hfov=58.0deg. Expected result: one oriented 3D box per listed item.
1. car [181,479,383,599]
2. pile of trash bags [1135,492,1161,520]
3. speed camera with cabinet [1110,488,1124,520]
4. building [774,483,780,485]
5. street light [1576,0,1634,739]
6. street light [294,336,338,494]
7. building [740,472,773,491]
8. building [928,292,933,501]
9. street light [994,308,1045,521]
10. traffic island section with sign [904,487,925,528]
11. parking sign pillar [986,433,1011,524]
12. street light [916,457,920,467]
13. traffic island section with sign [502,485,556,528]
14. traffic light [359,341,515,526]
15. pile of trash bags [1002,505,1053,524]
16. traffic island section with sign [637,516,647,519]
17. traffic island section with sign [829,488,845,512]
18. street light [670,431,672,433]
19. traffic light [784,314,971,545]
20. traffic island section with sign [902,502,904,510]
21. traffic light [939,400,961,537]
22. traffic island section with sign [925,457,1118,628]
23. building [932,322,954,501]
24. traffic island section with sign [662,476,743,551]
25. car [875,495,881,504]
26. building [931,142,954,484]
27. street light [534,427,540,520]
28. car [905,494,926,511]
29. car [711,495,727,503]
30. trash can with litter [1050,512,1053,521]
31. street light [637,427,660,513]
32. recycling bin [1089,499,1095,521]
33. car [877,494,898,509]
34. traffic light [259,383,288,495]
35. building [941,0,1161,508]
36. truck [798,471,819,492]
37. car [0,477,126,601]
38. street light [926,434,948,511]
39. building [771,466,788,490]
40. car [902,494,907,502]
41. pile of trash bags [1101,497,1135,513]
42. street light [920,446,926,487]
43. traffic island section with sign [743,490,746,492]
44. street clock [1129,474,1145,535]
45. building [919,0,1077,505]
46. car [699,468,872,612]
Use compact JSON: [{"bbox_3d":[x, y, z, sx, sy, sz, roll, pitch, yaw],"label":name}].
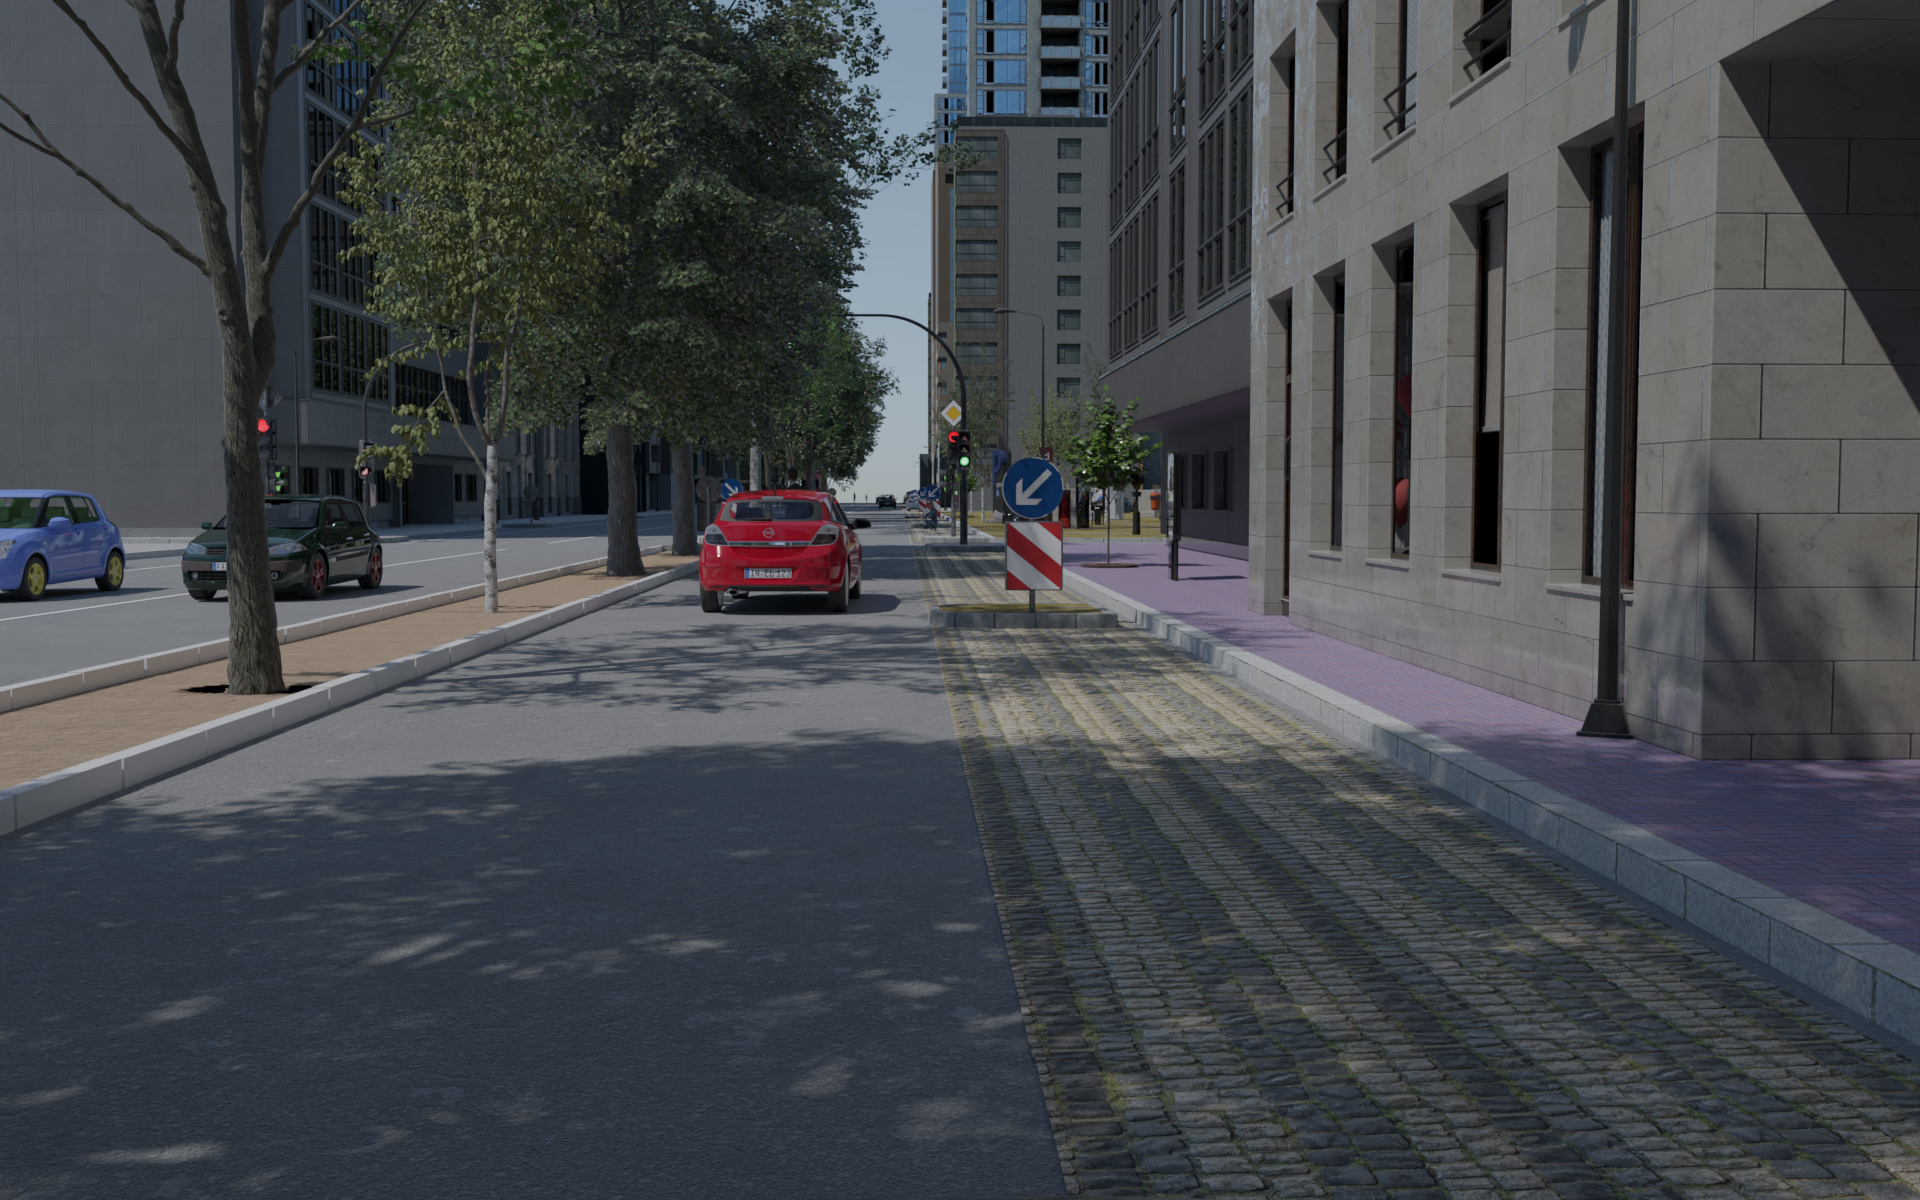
[{"bbox_3d":[-9.627,-0.919,24.806,2.009,1.686,4.222,0,4,-2],"label":"car"},{"bbox_3d":[10.934,-4.810,88.389,3.447,1.369,1.912,-3,5,-42],"label":"pile of trash bags"},{"bbox_3d":[7.763,-5.648,86.682,0.660,3.252,2.038,1,4,15],"label":"speed camera with cabinet"},{"bbox_3d":[-38.031,-36.611,253.212,22.147,44.769,28.867,0,4,-2],"label":"building"},{"bbox_3d":[2.907,-2.232,9.037,1.470,5.913,1.316,0,4,-2],"label":"street light"},{"bbox_3d":[-18.998,-4.804,51.083,1.470,5.913,1.316,0,4,-2],"label":"street light"},{"bbox_3d":[-36.874,-34.827,224.045,22.147,44.769,28.867,0,4,-2],"label":"building"},{"bbox_3d":[2.380,-29.121,247.823,14.160,30.474,14.107,0,4,-2],"label":"building"},{"bbox_3d":[1.542,-4.340,43.494,1.470,5.913,1.316,0,4,-2],"label":"street light"},{"bbox_3d":[-1.268,-3.980,73.703,1.989,1.847,2.006,0,4,-2],"label":"traffic island section with sign"},{"bbox_3d":[1.844,-5.350,75.946,1.447,3.967,1.447,-1,4,-18],"label":"parking sign pillar"},{"bbox_3d":[-4.095,-14.107,203.190,1.470,5.913,1.316,0,4,-2],"label":"street light"},{"bbox_3d":[-18.407,-4.006,74.124,1.989,1.847,2.006,0,4,-2],"label":"traffic island section with sign"},{"bbox_3d":[-15.474,-4.690,51.351,4.771,5.953,1.251,0,4,-2],"label":"traffic light"},{"bbox_3d":[3.536,-3.901,73.539,3.447,1.369,1.912,0,4,-6],"label":"pile of trash bags"},{"bbox_3d":[-19.371,-5.662,101.205,1.989,1.847,2.006,0,4,-2],"label":"traffic island section with sign"},{"bbox_3d":[-9.374,-7.240,126.507,2.006,1.907,1.989,0,4,-2],"label":"traffic island section with sign"},{"bbox_3d":[-21.760,-9.483,127.590,1.470,5.913,1.316,0,4,-2],"label":"street light"},{"bbox_3d":[-2.017,-4.221,43.675,4.771,5.953,1.251,0,4,-2],"label":"traffic light"},{"bbox_3d":[-2.226,-5.628,100.641,1.989,1.847,2.006,0,4,-2],"label":"traffic island section with sign"},{"bbox_3d":[-0.212,-3.850,51.870,0.839,4.253,0.868,0,4,-2],"label":"traffic light"},{"bbox_3d":[0.650,-0.653,19.304,1.989,1.847,2.006,0,4,-2],"label":"traffic island section with sign"},{"bbox_3d":[11.057,-21.062,189.403,27.650,21.520,28.899,0,4,-2],"label":"building"},{"bbox_3d":[-6.454,-2.194,44.013,2.006,1.907,1.989,0,4,-2],"label":"traffic island section with sign"},{"bbox_3d":[-11.325,-14.523,250.024,1.945,1.354,3.894,0,4,-3],"label":"car"},{"bbox_3d":[3.964,-34.794,218.987,14.600,45.320,14.200,0,4,-2],"label":"building"},{"bbox_3d":[-20.263,-6.876,84.968,1.470,5.913,1.316,0,4,-2],"label":"street light"},{"bbox_3d":[-3.530,-8.040,143.451,2.014,1.417,4.499,0,4,-3],"label":"car"},{"bbox_3d":[-10.365,-4.011,77.577,2.014,1.417,4.499,0,4,-1],"label":"car"},{"bbox_3d":[3.587,-3.409,67.120,1.055,1.170,0.624,0,4,-3],"label":"trash can with litter"},{"bbox_3d":[-21.468,-8.949,118.855,1.470,5.913,1.316,0,4,-2],"label":"street light"},{"bbox_3d":[6.146,-4.320,83.188,0.722,1.027,0.722,1,4,13],"label":"recycling bin"},{"bbox_3d":[-7.095,-9.768,169.500,2.009,1.686,4.222,0,4,-2],"label":"car"},{"bbox_3d":[-17.279,-3.324,43.262,0.839,4.253,0.868,0,4,-2],"label":"traffic light"},{"bbox_3d":[9.476,-51.636,156.921,22.319,86.520,31.000,0,4,-2],"label":"building"},{"bbox_3d":[-14.786,-11.400,175.308,2.839,4.237,11.283,0,4,-3],"label":"truck"},{"bbox_3d":[-13.263,-0.899,24.289,1.945,1.707,3.694,0,4,-2],"label":"car"},{"bbox_3d":[-1.678,-9.907,134.519,1.470,5.913,1.316,0,4,-2],"label":"street light"},{"bbox_3d":[-34.881,-30.806,275.379,14.160,30.474,14.107,0,4,-2],"label":"building"},{"bbox_3d":[-7.918,-15.704,266.982,2.015,1.641,3.980,0,4,-3],"label":"car"},{"bbox_3d":[9.638,-6.513,116.236,3.447,1.369,1.912,-1,4,-10],"label":"pile of trash bags"},{"bbox_3d":[-2.898,-12.012,168.932,1.470,5.913,1.316,0,4,-2],"label":"street light"},{"bbox_3d":[-22.107,-10.378,178.312,1.989,1.847,2.006,0,4,-2],"label":"traffic island section with sign"},{"bbox_3d":[5.550,-3.049,54.428,0.358,2.002,0.471,-3,5,-39],"label":"street clock"},{"bbox_3d":[4.931,-58.521,269.485,22.319,86.520,31.000,0,4,-2],"label":"building"},{"bbox_3d":[-2.247,-0.820,22.448,2.155,1.783,4.494,0,3,0],"label":"car"}]
